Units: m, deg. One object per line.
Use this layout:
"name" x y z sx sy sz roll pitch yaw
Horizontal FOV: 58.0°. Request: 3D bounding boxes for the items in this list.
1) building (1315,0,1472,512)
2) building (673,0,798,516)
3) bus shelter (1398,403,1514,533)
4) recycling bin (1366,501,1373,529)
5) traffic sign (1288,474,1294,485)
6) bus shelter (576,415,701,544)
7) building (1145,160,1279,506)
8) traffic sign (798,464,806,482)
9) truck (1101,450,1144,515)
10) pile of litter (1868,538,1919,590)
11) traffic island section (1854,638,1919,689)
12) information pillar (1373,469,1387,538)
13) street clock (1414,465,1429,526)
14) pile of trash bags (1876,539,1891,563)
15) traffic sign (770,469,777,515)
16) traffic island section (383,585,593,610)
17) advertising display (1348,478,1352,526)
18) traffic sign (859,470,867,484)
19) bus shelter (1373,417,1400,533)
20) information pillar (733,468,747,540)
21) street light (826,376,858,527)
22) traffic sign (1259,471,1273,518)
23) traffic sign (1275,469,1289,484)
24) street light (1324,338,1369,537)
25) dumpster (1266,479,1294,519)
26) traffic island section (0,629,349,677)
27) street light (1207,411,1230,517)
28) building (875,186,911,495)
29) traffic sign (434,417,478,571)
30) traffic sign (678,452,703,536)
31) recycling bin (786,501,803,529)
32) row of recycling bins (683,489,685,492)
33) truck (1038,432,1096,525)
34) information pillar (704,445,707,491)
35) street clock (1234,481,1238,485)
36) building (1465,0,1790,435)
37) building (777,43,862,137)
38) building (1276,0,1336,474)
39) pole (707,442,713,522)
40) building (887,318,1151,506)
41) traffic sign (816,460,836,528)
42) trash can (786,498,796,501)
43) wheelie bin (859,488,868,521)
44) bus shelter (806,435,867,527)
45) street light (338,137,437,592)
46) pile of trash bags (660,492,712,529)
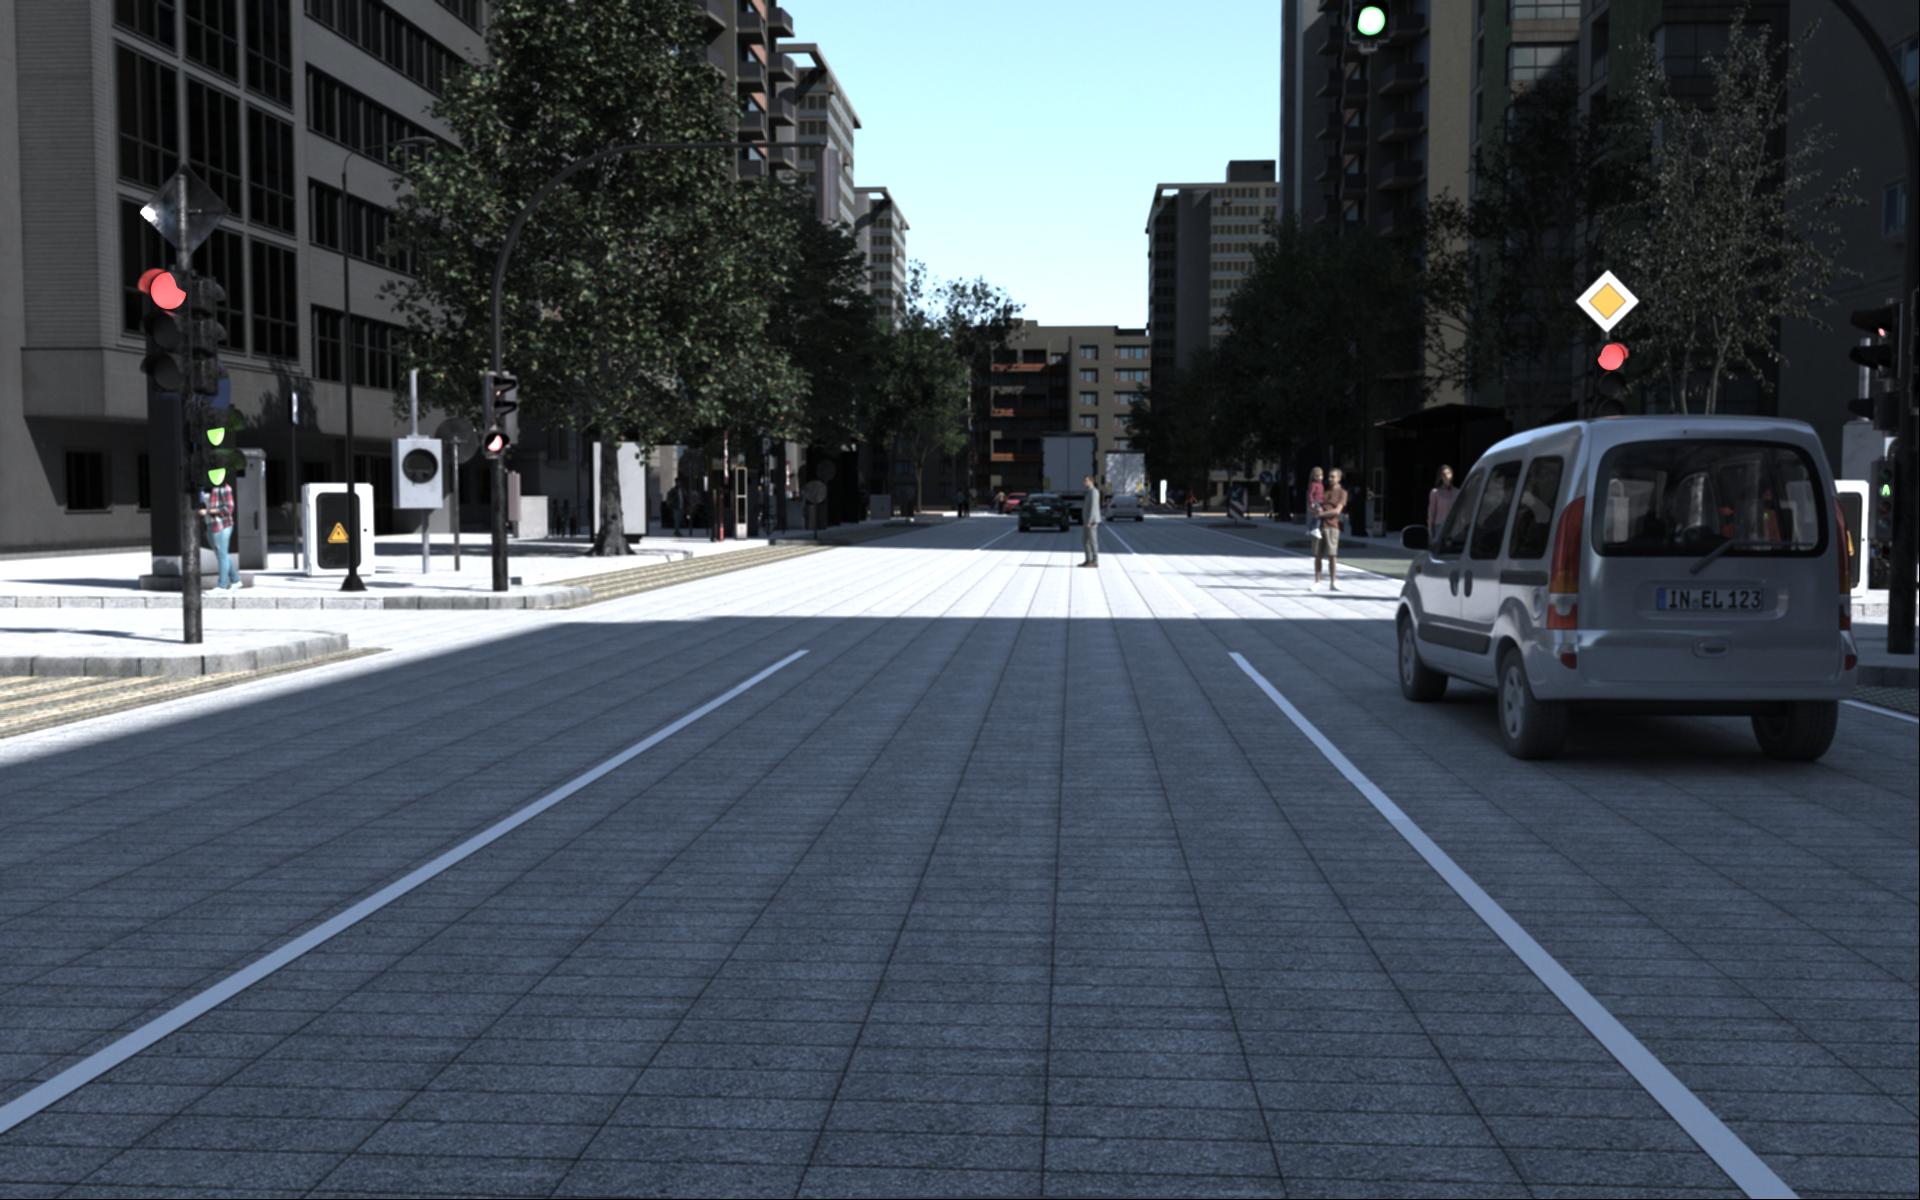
"building" 36.246 -28.365 118.390 22.147 44.769 28.867 0 4 4
"building" -22.877 -28.071 113.588 22.147 44.769 28.867 0 4 4
"bus shelter" 13.687 -3.458 47.814 1.731 3.624 6.357 0 4 4
"recycling bin" 15.449 -3.196 64.809 0.722 1.027 0.722 -3 4 -36
"traffic sign" 16.434 -5.182 86.850 0.606 2.300 0.079 0 4 5
"bus shelter" -8.614 -3.245 46.986 2.014 3.302 5.546 0 4 4
"building" 34.151 -31.327 204.071 23.993 40.220 32.217 0 4 4
"traffic sign" -6.455 -4.454 72.923 0.768 2.556 0.104 1 4 9
"truck" 10.859 -7.736 115.400 2.839 4.237 11.283 0 4 4
"pile of litter" 12.566 -0.603 23.820 1.176 0.858 1.719 0 4 -2
"traffic island section" 7.593 0.508 13.970 2.009 0.180 2.903 0 4 4
"information pillar" 12.430 -2.860 51.248 0.304 2.012 0.304 3 4 37
"street clock" 11.467 -2.358 43.115 0.358 2.002 0.471 2 4 34
"pile of trash bags" 14.031 -1.138 28.363 3.447 1.369 1.912 -3 5 -42
"traffic sign" -7.392 -4.152 70.012 0.606 2.300 0.079 1 4 9
"traffic island section" -6.089 -0.037 22.880 2.009 0.180 2.903 0 4 4
"advertising display" 15.648 -3.908 69.107 0.123 1.923 0.974 0 4 2
"traffic sign" -5.241 -5.468 89.400 0.884 2.594 0.081 1 4 12
"bus shelter" 14.311 -3.850 54.236 1.731 3.624 6.357 0 4 4
"information pillar" -6.112 -2.672 48.183 0.304 2.012 0.304 -1 4 -21
"street light" -4.624 -5.788 67.167 1.470 5.913 1.316 0 4 4
"traffic sign" 16.666 -5.763 94.333 0.768 2.556 0.104 1 4 12
"traffic sign" 16.324 -5.362 87.777 0.768 2.556 0.104 1 4 10
"street light" 11.502 -4.832 51.547 1.470 5.913 1.316 0 4 4
"dumpster" 16.558 -5.288 88.957 1.502 2.255 1.985 0 4 4
"traffic island section" -6.617 0.451 14.912 2.009 0.180 2.903 0 4 4
"street light" 14.482 -7.591 96.658 1.470 5.913 1.316 0 4 4
"building" -18.909 -31.545 207.640 23.993 40.220 32.217 0 4 4
"traffic sign" -8.387 -1.756 28.821 0.768 2.556 0.104 0 4 8
"traffic sign" -8.171 -3.203 52.480 0.768 2.556 0.104 1 4 8
"recycling bin" -6.107 -3.097 63.194 0.722 1.027 0.722 -1 4 -8
"row of recycling bins" -15.522 -5.048 89.653 3.534 1.692 1.069 3 5 40
"truck" 5.148 -5.790 83.587 2.839 4.237 11.283 0 4 3
"information pillar" -12.153 -5.598 82.888 0.183 3.616 0.504 0 4 3
"street clock" 14.915 -5.441 93.526 0.358 2.002 0.471 1 4 9
"building" 30.525 -24.166 78.716 14.154 41.232 14.086 0 4 4
"building" -21.402 -27.994 149.584 23.993 40.220 32.217 0 4 4
"building" 37.685 -36.968 146.424 21.231 58.520 28.212 0 4 4
"pole" -9.766 -4.515 67.663 0.158 3.312 0.155 0 3 0
"building" 7.312 -21.951 203.944 28.899 21.520 27.650 0 4 4
"traffic sign" -5.094 -4.010 65.668 0.768 2.556 0.104 1 4 10
"trash can" -6.587 -3.323 65.986 0.748 1.137 0.748 0 3 0
"wheelie bin" -4.837 -4.628 83.574 0.693 1.594 0.980 3 5 43
"bus shelter" -5.049 -4.904 71.470 1.731 3.624 6.357 0 4 4
"street light" -7.503 -3.070 22.729 1.470 5.913 1.316 0 4 4
"pile of trash bags" -10.429 -3.424 65.739 1.912 1.369 3.447 -1 4 -13
